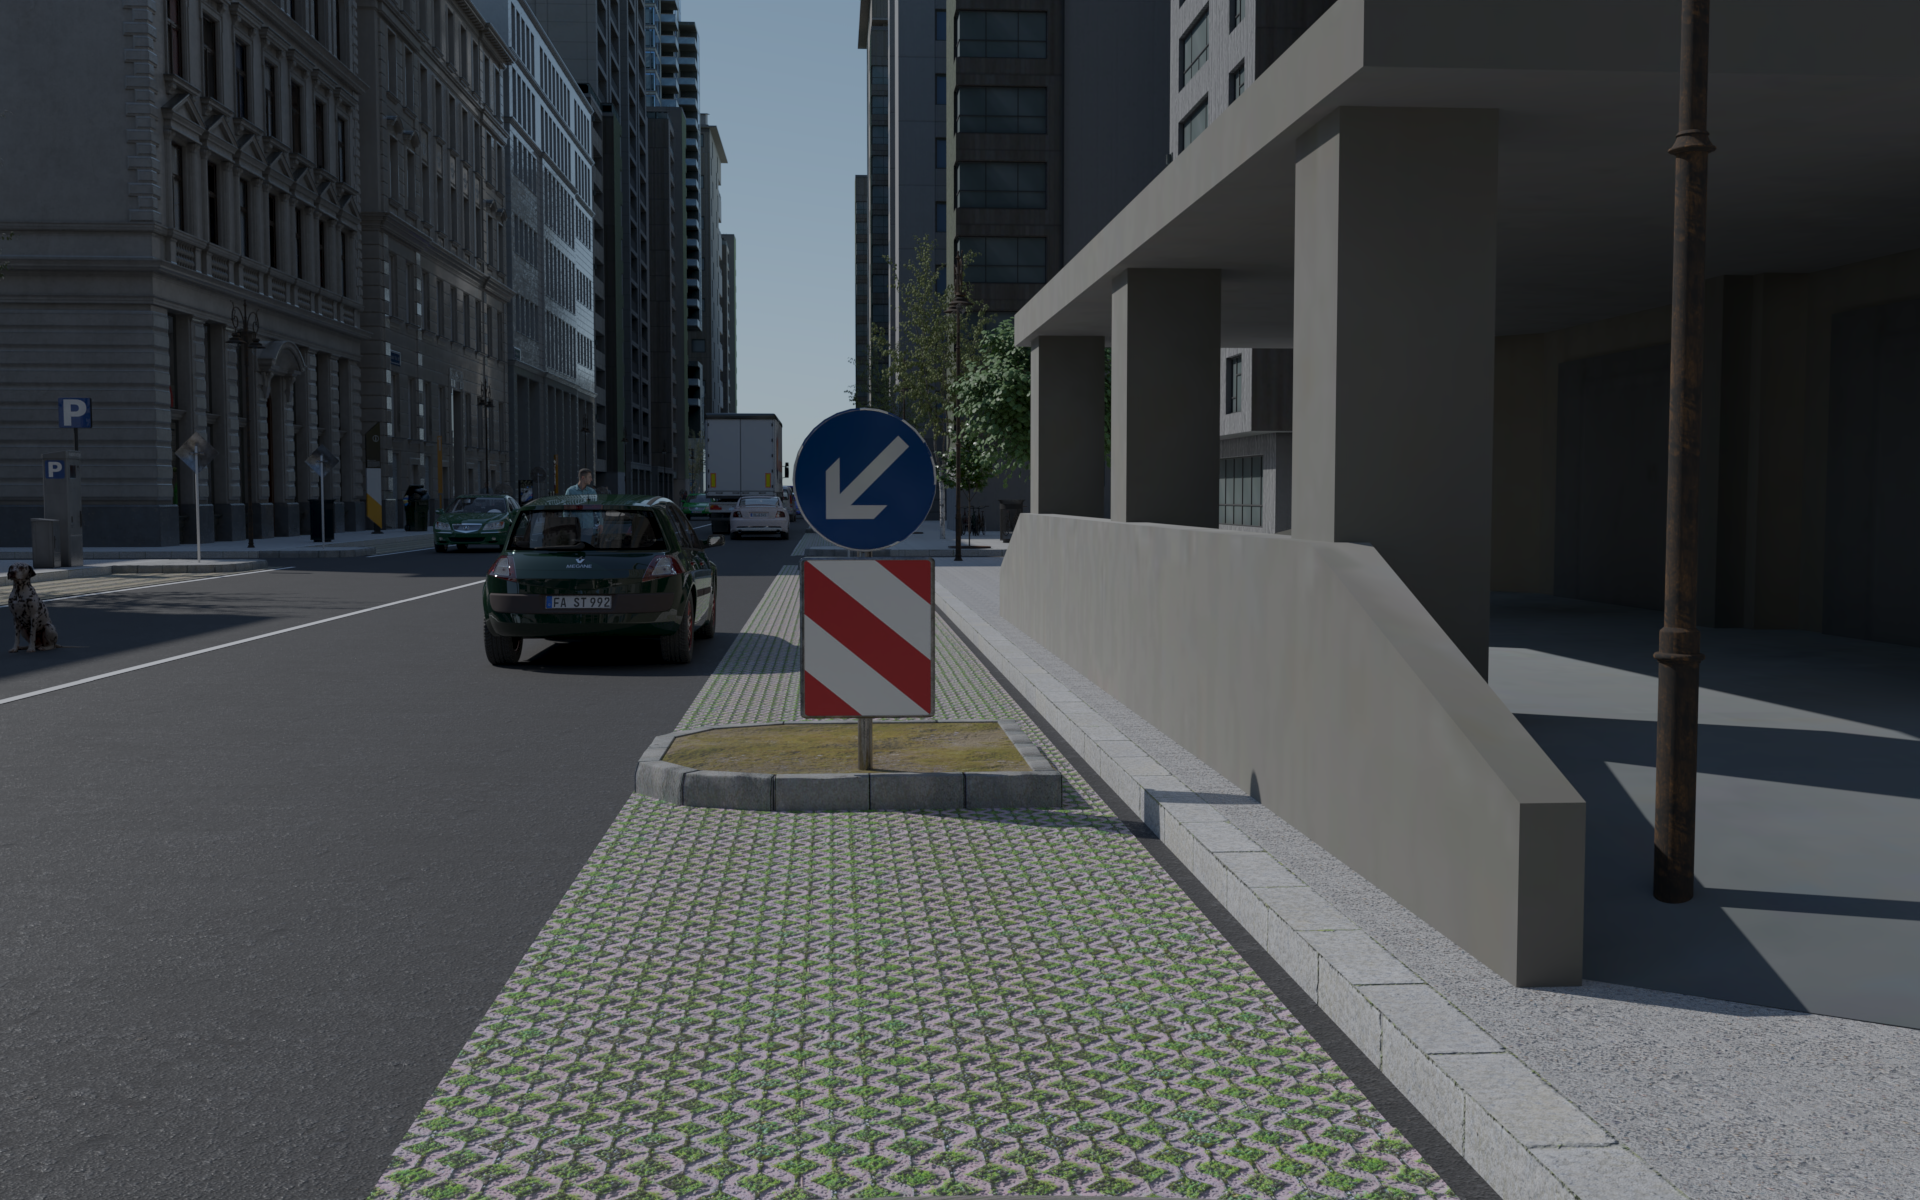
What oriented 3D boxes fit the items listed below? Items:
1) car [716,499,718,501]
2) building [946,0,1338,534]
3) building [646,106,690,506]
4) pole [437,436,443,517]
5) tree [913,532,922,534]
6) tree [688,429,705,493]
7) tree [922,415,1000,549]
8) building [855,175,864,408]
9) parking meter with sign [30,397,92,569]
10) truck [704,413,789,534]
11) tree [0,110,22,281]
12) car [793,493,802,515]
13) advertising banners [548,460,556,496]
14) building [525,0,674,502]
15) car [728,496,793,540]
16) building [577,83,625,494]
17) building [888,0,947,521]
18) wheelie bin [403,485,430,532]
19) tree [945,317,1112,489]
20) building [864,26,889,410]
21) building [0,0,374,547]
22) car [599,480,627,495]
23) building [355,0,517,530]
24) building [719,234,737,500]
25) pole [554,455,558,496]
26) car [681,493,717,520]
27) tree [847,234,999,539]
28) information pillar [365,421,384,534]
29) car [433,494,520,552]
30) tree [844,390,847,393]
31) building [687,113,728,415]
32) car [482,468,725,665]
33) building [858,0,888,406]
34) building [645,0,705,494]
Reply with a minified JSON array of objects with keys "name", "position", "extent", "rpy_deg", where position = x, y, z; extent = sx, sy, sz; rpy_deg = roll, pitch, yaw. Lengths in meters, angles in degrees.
[{"name":"car","position":[-18.486,-6.972,126.002],"extent":[2.014,1.417,4.499],"rpy_deg":[0,4,-4]},{"name":"building","position":[6.351,-17.994,65.910],"extent":[14.160,30.474,14.107],"rpy_deg":[0,4,-4]},{"name":"building","position":[-35.501,-30.192,177.237],"extent":[14.154,41.232,14.086],"rpy_deg":[0,4,-4]},{"name":"pole","position":[-18.248,-4.095,60.804],"extent":[0.158,3.312,0.155],"rpy_deg":[0,3,0]},{"name":"tree","position":[-1.803,-3.762,56.114],"extent":[1.663,3.219,1.824],"rpy_deg":[0,3,0]},{"name":"tree","position":[-29.098,-14.758,191.655],"extent":[4.360,8.622,3.978],"rpy_deg":[0,3,0]},{"name":"tree","position":[0.220,-2.840,41.035],"extent":[1.663,3.219,1.824],"rpy_deg":[0,3,0]},{"name":"building","position":[-6.584,-33.086,224.557],"extent":[14.154,41.232,14.086],"rpy_deg":[0,4,-4]},{"name":"parking meter with sign","position":[-15.850,-2.095,30.519],"extent":[0.543,3.016,1.738],"rpy_deg":[-1,4,-8]},{"name":"truck","position":[-8.010,-4.689,65.572],"extent":[2.839,4.237,11.283],"rpy_deg":[0,4,-4]},{"name":"tree","position":[-16.428,-4.604,25.631],"extent":[4.360,8.622,3.978],"rpy_deg":[0,3,0]},{"name":"car","position":[-9.676,-5.690,102.619],"extent":[1.945,1.707,3.694],"rpy_deg":[0,4,-5]},{"name":"advertising banners","position":[-20.645,-5.600,87.752],"extent":[0.090,3.025,2.074],"rpy_deg":[0,4,-4]},{"name":"building","position":[-37.331,-44.072,158.823],"extent":[20.563,71.187,20.611],"rpy_deg":[0,4,-4]},{"name":"car","position":[-6.432,-2.655,55.768],"extent":[2.083,1.381,4.827],"rpy_deg":[0,4,-5]},{"name":"building","position":[-31.573,-21.414,121.820],"extent":[14.160,30.474,14.107],"rpy_deg":[0,4,-4]},{"name":"building","position":[6.497,-33.904,96.330],"extent":[21.231,58.520,28.212],"rpy_deg":[0,4,-4]},{"name":"wheelie bin","position":[-18.623,-3.153,59.467],"extent":[0.693,1.594,0.980],"rpy_deg":[2,4,31]},{"name":"tree","position":[1.476,-2.731,28.358],"extent":[4.285,4.588,4.351],"rpy_deg":[0,3,0]},{"name":"building","position":[-1.085,-28.895,156.027],"extent":[14.154,41.232,14.086],"rpy_deg":[0,4,-4]},{"name":"building","position":[-24.776,-13.524,49.999],"extent":[11.050,23.489,19.941],"rpy_deg":[0,4,-4]},{"name":"car","position":[-6.381,-1.348,31.834],"extent":[2.009,1.686,4.222],"rpy_deg":[0,4,-3]},{"name":"building","position":[-26.885,-16.820,72.267],"extent":[12.463,27.353,25.104],"rpy_deg":[0,4,-4]},{"name":"building","position":[-41.452,-35.516,264.281],"extent":[14.154,41.232,14.086],"rpy_deg":[0,4,-4]},{"name":"pole","position":[-20.886,-5.856,89.584],"extent":[0.158,3.312,0.155],"rpy_deg":[0,3,0]},{"name":"car","position":[-14.332,-5.302,95.481],"extent":[1.959,1.807,4.718],"rpy_deg":[0,4,-4]},{"name":"tree","position":[-0.492,-6.027,48.905],"extent":[4.737,8.622,4.395],"rpy_deg":[0,3,0]},{"name":"information pillar","position":[-18.855,-3.936,55.710],"extent":[0.504,3.616,0.183],"rpy_deg":[-3,5,-44]},{"name":"car","position":[-12.142,-1.976,44.101],"extent":[2.131,1.459,4.920],"rpy_deg":[0,4,-6]},{"name":"tree","position":[-3.224,-7.925,79.944],"extent":[4.737,8.622,4.395],"rpy_deg":[0,3,0]},{"name":"building","position":[-47.465,-39.966,242.676],"extent":[28.713,52.752,27.495],"rpy_deg":[0,4,-4]},{"name":"car","position":[-3.214,-0.379,15.983],"extent":[2.009,1.686,4.222],"rpy_deg":[0,4,-4]},{"name":"building","position":[4.184,-35.971,177.370],"extent":[28.713,52.752,27.495],"rpy_deg":[0,4,-4]},{"name":"building","position":[-41.946,-55.015,212.161],"extent":[22.319,86.520,31.000],"rpy_deg":[0,4,-4]}]
